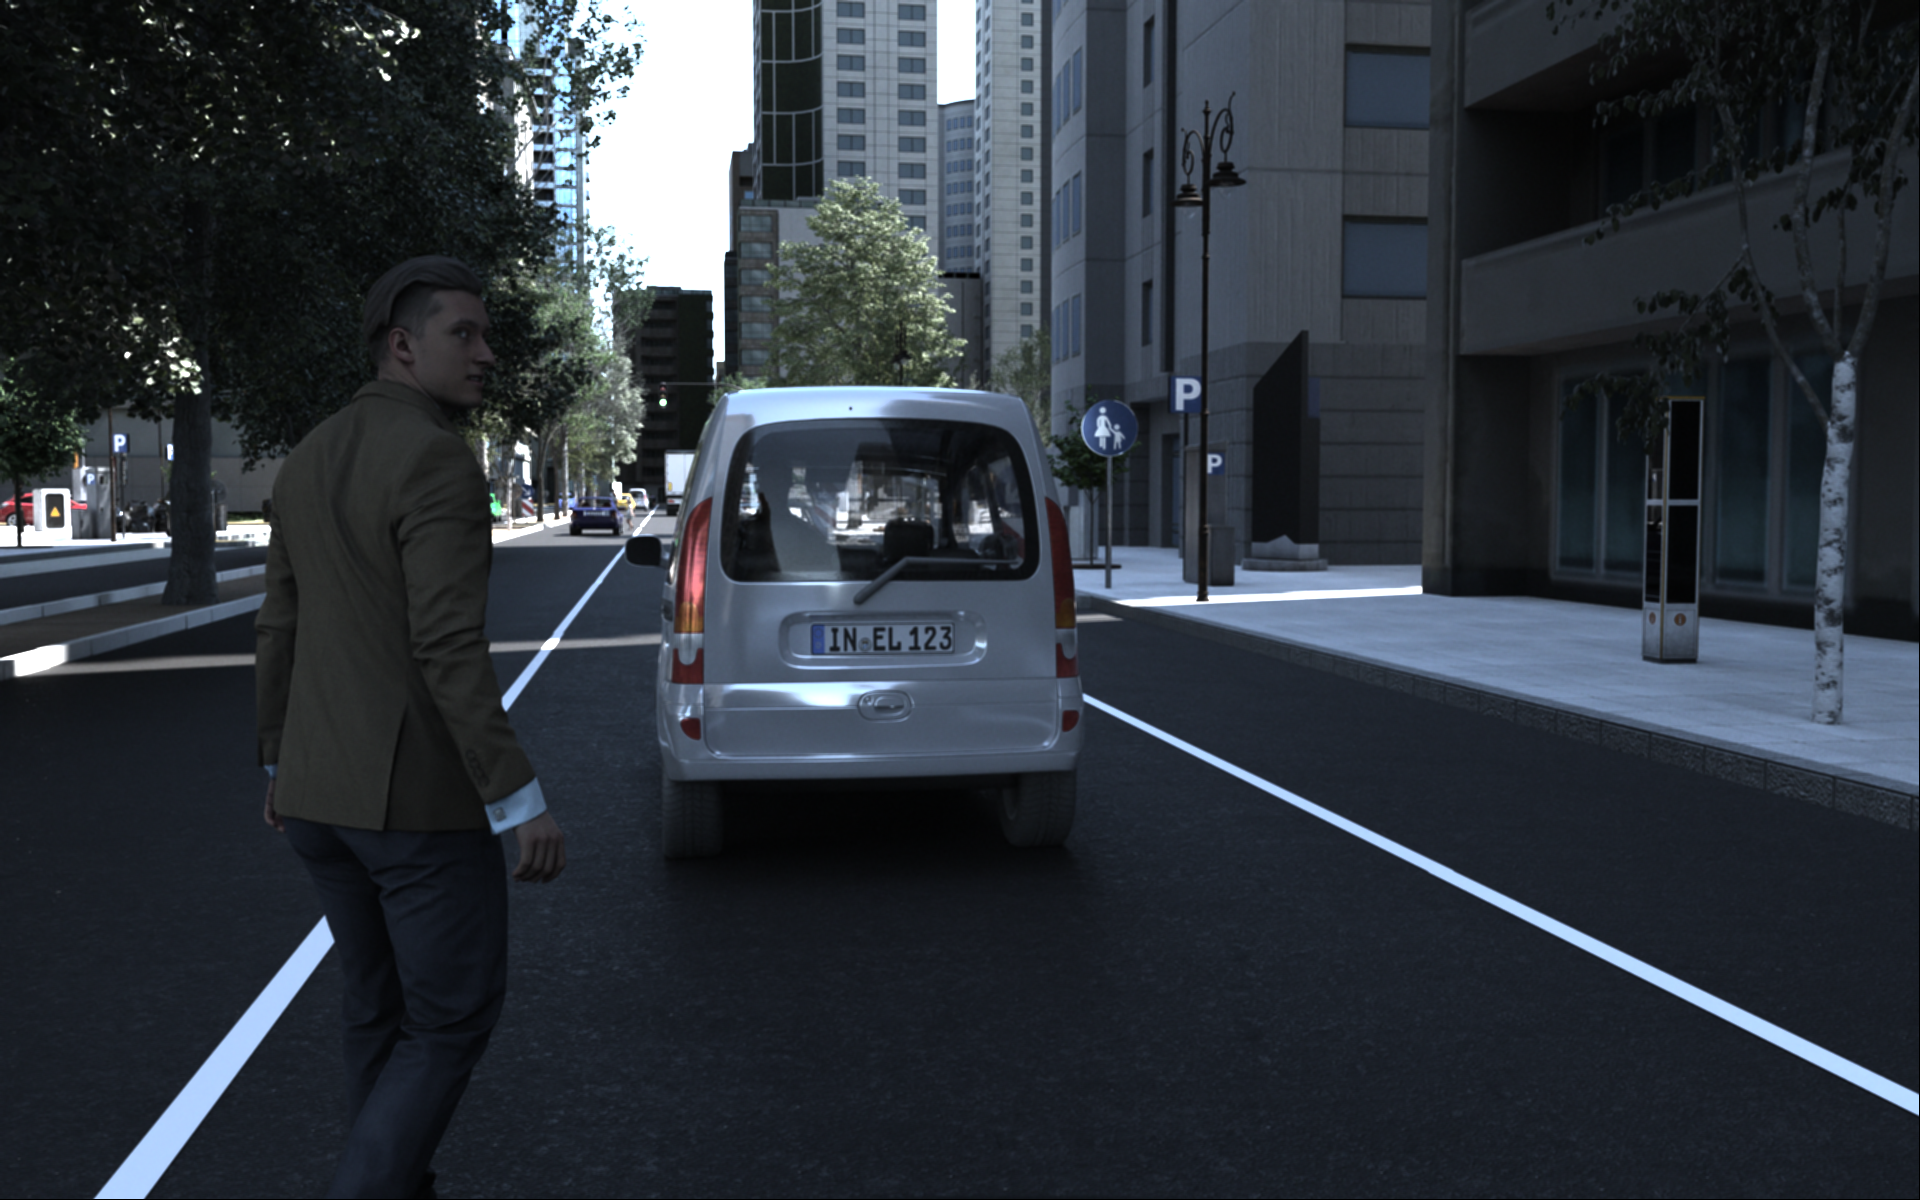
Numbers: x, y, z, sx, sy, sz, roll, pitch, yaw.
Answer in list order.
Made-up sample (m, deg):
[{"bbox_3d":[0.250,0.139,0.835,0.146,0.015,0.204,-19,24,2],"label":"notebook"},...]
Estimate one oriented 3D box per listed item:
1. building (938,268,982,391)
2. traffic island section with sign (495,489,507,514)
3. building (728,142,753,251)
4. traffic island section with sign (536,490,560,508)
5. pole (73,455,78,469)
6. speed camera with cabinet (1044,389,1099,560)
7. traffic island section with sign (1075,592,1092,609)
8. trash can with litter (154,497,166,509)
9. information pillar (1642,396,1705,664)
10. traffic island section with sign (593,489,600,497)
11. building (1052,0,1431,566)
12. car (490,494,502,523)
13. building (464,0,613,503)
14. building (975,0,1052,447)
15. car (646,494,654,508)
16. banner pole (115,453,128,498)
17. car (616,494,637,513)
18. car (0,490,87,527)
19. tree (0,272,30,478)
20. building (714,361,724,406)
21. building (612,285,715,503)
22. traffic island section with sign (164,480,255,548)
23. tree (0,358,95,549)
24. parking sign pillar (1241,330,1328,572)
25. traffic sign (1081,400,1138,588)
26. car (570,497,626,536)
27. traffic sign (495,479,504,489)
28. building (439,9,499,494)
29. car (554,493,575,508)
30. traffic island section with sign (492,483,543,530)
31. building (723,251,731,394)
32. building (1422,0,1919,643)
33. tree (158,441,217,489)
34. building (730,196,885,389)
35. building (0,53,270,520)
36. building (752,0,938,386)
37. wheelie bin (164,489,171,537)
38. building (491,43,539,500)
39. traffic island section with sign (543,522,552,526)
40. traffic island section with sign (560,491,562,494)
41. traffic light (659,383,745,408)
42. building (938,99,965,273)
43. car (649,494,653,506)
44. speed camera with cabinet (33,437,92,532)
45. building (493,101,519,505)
[{"bbox_3d":[-5.215,-27.735,225.168,14.107,30.474,14.160,-1,4,-10],"label":"building"},{"bbox_3d":[-33.920,-7.284,127.715,1.989,1.847,2.006,-1,4,-10],"label":"traffic island section with sign"},{"bbox_3d":[-22.304,-34.942,221.414,14.600,45.320,14.200,-1,4,-10],"label":"building"},{"bbox_3d":[-42.293,-10.310,177.188,1.989,1.847,2.006,-1,4,-10],"label":"traffic island section with sign"},{"bbox_3d":[-38.064,-4.939,74.597,0.158,3.312,0.155,0,3,0],"label":"pole"},{"bbox_3d":[2.133,-2.393,33.457,0.660,3.252,2.038,1,4,20],"label":"speed camera with cabinet"},{"bbox_3d":[0.518,-0.844,22.435,1.989,1.847,2.006,-1,4,-10],"label":"traffic island section with sign"},{"bbox_3d":[-28.219,-3.089,61.890,0.624,1.170,1.055,1,4,13],"label":"trash can with litter"},{"bbox_3d":[5.418,-0.531,13.167,0.304,2.012,0.304,0,4,-6],"label":"information pillar"},{"bbox_3d":[-31.906,-8.774,151.594,2.006,1.907,1.989,-1,4,-10],"label":"traffic island section with sign"},{"bbox_3d":[13.063,-30.736,44.530,21.231,58.520,28.212,-1,4,-10],"label":"building"},{"bbox_3d":[-24.324,-4.847,88.046,1.959,1.807,4.718,-1,4,-11],"label":"car"},{"bbox_3d":[-64.876,-56.830,241.846,31.000,86.520,22.319,-1,4,-10],"label":"building"},{"bbox_3d":[12.276,-48.095,224.598,20.611,71.187,20.563,-1,4,-10],"label":"building"},{"bbox_3d":[-32.668,-10.209,178.721,2.131,1.459,4.920,-1,4,-9],"label":"car"},{"bbox_3d":[-37.640,-5.362,77.681,0.863,3.779,0.401,1,4,21],"label":"banner pole"},{"bbox_3d":[-26.251,-7.637,135.089,2.015,1.641,3.980,-1,4,-9],"label":"car"},{"bbox_3d":[-36.459,-3.744,70.255,4.494,1.783,2.155,-1,4,-8],"label":"car"},{"bbox_3d":[-21.058,-5.270,36.535,4.737,8.622,4.395,0,3,0],"label":"tree"},{"bbox_3d":[-21.212,-25.027,254.226,28.899,21.520,27.650,-1,4,-10],"label":"building"},{"bbox_3d":[-41.566,-28.829,243.050,14.107,30.474,14.160,-1,4,-10],"label":"building"},{"bbox_3d":[-20.226,-2.336,46.821,1.989,1.847,2.006,-1,4,-10],"label":"traffic island section with sign"},{"bbox_3d":[-22.599,-3.529,41.418,4.285,4.588,4.351,0,3,0],"label":"tree"},{"bbox_3d":[5.495,-2.492,29.220,1.447,3.967,1.447,-2,4,-27],"label":"parking sign pillar"},{"bbox_3d":[2.018,-1.430,23.492,0.768,2.556,0.104,0,4,-3],"label":"traffic sign"},{"bbox_3d":[-12.815,-2.971,61.152,1.945,1.354,3.894,-1,4,-9],"label":"car"},{"bbox_3d":[-39.389,-9.047,148.023,0.768,2.556,0.104,0,4,-2],"label":"traffic sign"},{"bbox_3d":[-49.793,-30.972,156.496,14.600,45.320,14.200,-1,4,-10],"label":"building"},{"bbox_3d":[-36.710,-9.265,161.078,1.945,1.707,3.694,-1,4,-11],"label":"car"},{"bbox_3d":[-18.120,-3.796,70.203,2.006,1.907,1.989,-1,4,-10],"label":"traffic island section with sign"},{"bbox_3d":[-21.287,-26.666,207.685,14.160,30.474,14.107,-1,4,-10],"label":"building"},{"bbox_3d":[18.233,-23.773,12.395,21.300,48.544,21.600,-1,4,-10],"label":"building"},{"bbox_3d":[-24.705,-3.700,55.099,1.663,3.219,1.824,0,3,0],"label":"tree"},{"bbox_3d":[-15.107,-24.516,172.536,14.160,30.474,14.107,-1,4,-10],"label":"building"},{"bbox_3d":[-46.122,-30.987,95.876,28.713,52.752,27.495,-1,4,-10],"label":"building"},{"bbox_3d":[-14.062,-45.952,189.568,20.563,71.187,20.611,-1,4,-10],"label":"building"},{"bbox_3d":[-23.425,-2.699,52.034,0.980,1.594,0.693,1,4,18],"label":"wheelie bin"},{"bbox_3d":[-65.171,-37.805,207.347,27.495,52.752,28.713,-1,4,-10],"label":"building"},{"bbox_3d":[-19.348,-4.243,77.508,2.006,1.907,1.989,-1,4,-10],"label":"traffic island section with sign"},{"bbox_3d":[-46.927,-11.979,204.490,1.989,1.847,2.006,-1,4,-10],"label":"traffic island section with sign"},{"bbox_3d":[-9.914,-5.897,71.089,4.771,5.953,1.251,-1,4,-10],"label":"traffic light"},{"bbox_3d":[8.854,-43.557,254.150,28.212,58.520,21.231,-1,4,-10],"label":"building"},{"bbox_3d":[-39.029,-12.643,215.506,1.959,1.807,4.718,0,4,-8],"label":"car"},{"bbox_3d":[-30.379,-3.948,58.884,0.660,3.252,2.038,2,4,35],"label":"speed camera with cabinet"},{"bbox_3d":[-58.512,-34.145,177.873,23.786,49.044,30.456,-1,4,-10],"label":"building"}]
